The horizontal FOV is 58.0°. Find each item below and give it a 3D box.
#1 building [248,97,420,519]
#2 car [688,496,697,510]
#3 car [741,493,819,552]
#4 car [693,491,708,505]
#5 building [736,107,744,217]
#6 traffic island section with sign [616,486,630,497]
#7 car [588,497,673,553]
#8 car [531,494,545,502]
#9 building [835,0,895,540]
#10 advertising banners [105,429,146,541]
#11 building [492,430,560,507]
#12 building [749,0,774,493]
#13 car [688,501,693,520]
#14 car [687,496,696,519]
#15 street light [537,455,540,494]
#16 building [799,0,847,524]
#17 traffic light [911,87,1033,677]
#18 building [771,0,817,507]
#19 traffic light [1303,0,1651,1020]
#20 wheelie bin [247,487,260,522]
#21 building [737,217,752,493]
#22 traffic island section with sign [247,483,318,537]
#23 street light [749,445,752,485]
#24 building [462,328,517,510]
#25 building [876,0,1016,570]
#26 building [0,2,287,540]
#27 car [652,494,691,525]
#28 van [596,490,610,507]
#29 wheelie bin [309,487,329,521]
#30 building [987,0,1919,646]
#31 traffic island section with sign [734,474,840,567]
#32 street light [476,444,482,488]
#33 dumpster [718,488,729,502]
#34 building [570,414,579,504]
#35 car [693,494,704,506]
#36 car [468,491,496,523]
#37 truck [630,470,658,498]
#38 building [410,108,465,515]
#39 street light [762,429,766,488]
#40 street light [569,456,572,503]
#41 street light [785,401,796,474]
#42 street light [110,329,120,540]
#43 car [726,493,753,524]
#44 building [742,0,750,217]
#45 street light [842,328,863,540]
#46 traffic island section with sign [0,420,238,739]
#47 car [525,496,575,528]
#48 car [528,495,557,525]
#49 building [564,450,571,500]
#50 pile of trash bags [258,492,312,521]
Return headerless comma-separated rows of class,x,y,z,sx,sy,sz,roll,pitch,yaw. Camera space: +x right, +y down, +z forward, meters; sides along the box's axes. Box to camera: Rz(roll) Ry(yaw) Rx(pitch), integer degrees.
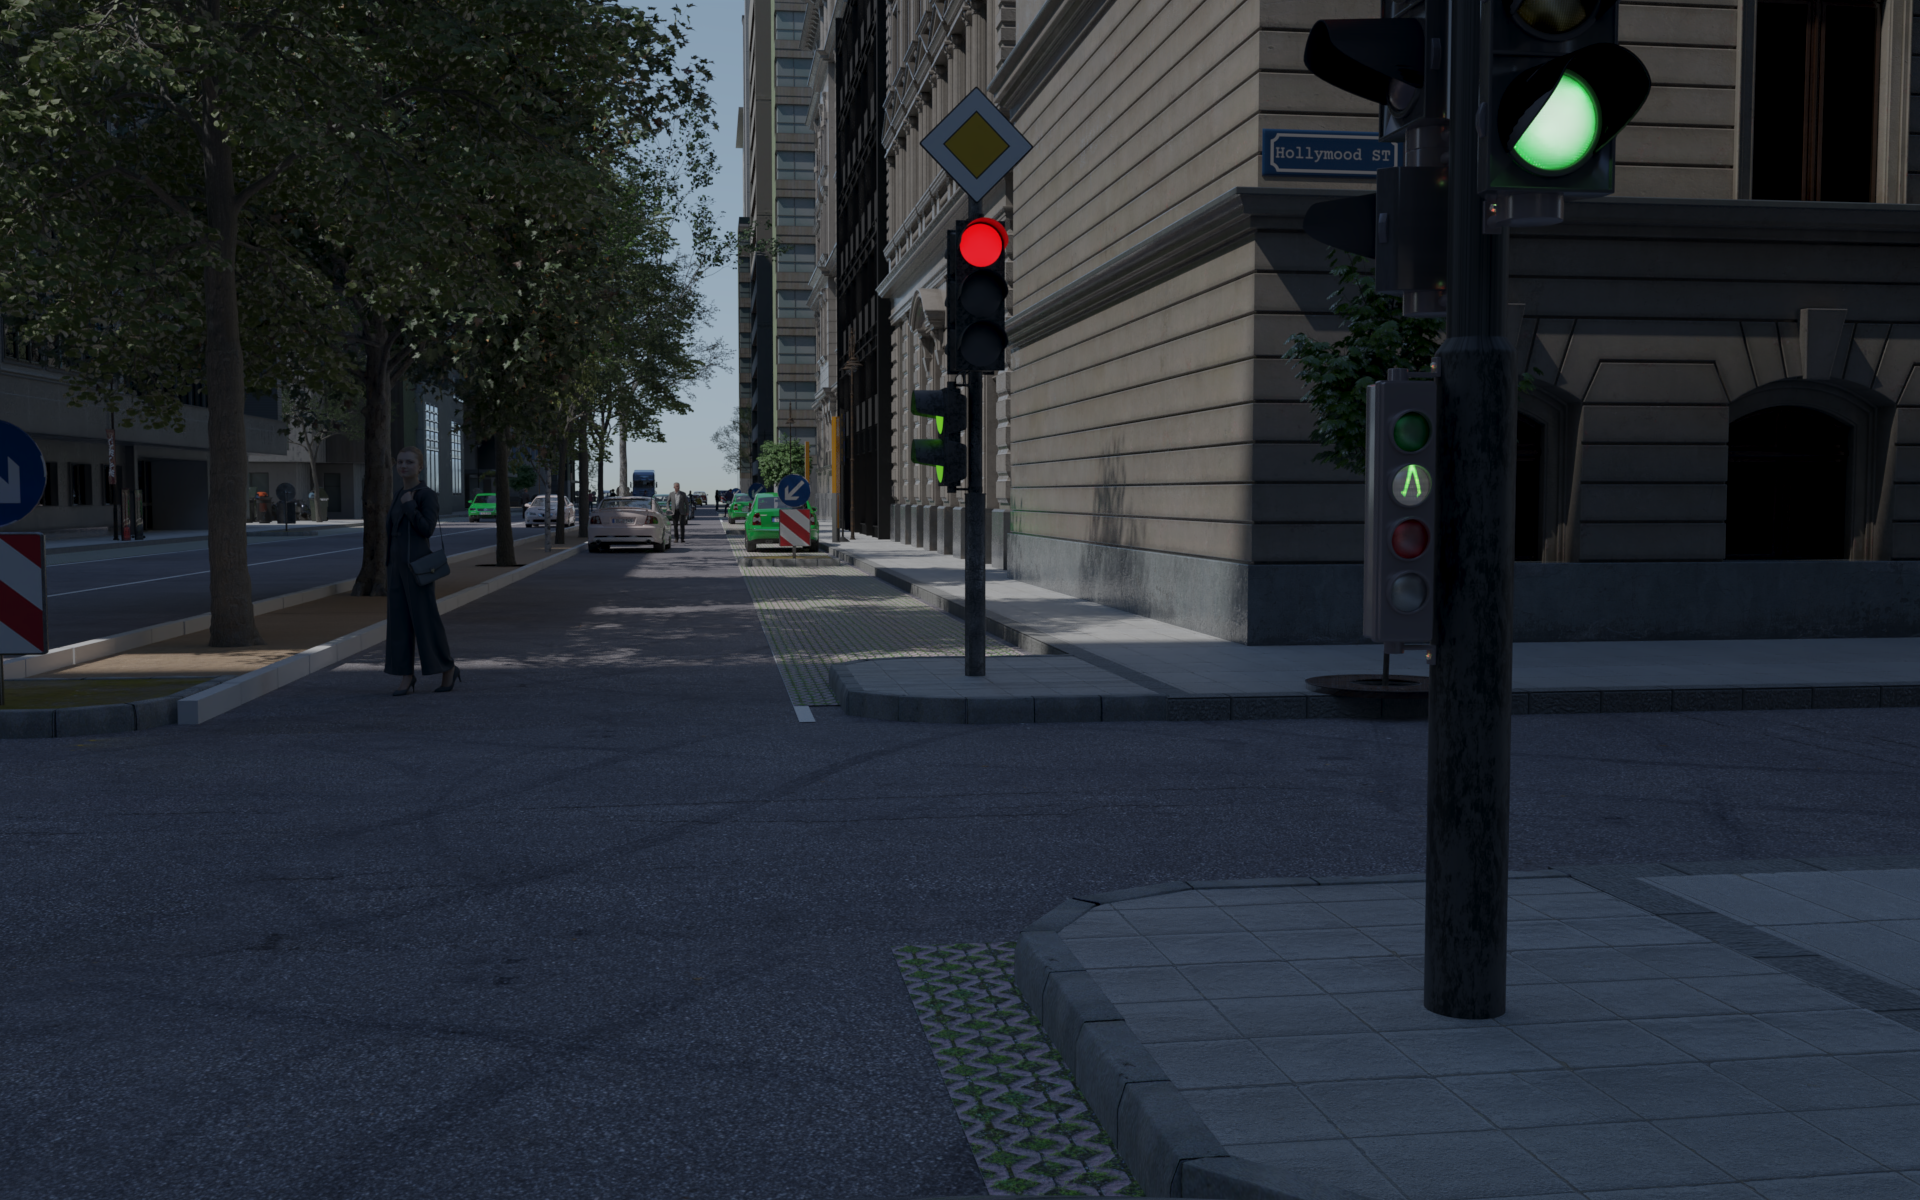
building,-36.912,-19.501,90.541,14.160,30.474,14.107,-1,4,-8
car,-24.408,-8.670,154.337,1.945,1.354,3.894,0,4,-7
car,-4.552,-2.145,43.865,1.959,1.807,4.718,0,4,-8
car,-33.981,-13.293,226.011,2.281,1.827,5.304,-1,4,-8
building,-15.280,-39.346,232.552,28.713,52.752,27.495,-1,4,-8
traffic island section with sign,-16.665,-4.726,85.406,2.006,1.907,1.989,-1,4,-8
car,-8.339,-1.927,43.873,2.083,1.381,4.827,0,4,-6
car,-35.414,-8.343,146.195,2.009,1.686,4.222,-1,4,-8
building,2.672,-13.879,56.595,12.332,23.373,15.834,-1,4,-8
advertising banners,-22.848,-3.132,47.403,0.090,3.025,2.074,0,4,0
building,-53.432,-38.921,178.351,21.231,58.520,28.212,-1,4,-8
building,-7.450,-32.320,152.135,21.300,48.544,21.600,-1,4,-8
car,-15.761,-5.112,95.583,2.014,1.417,4.499,0,4,-7
car,-16.516,-5.459,101.839,1.945,1.354,3.894,0,4,-7
street light,-40.769,-11.930,167.835,0.468,5.910,1.993,-1,4,-8
building,0.441,-17.663,76.187,14.401,28.519,23.554,-1,4,-8
traffic light,0.088,-1.420,12.130,0.839,4.253,0.868,-1,4,-8
building,-4.171,-25.643,102.850,14.154,41.232,14.086,-1,4,-8
traffic light,-0.828,-1.781,3.788,4.771,5.953,1.251,-1,4,-8
wheelie bin,-32.181,-4.319,78.521,0.980,1.594,0.693,0,4,-3
building,-16.371,-25.156,182.998,14.160,30.474,14.107,-1,4,-8
traffic island section with sign,-23.044,-3.084,59.048,1.989,1.847,2.006,-1,4,-8
street light,-19.535,-11.559,161.771,0.468,5.910,1.993,-1,4,-8
building,-51.399,-33.699,140.215,28.713,52.752,27.495,-1,4,-8
building,4.146,-12.804,38.224,11.050,23.489,19.941,-1,4,-8
building,-31.474,-14.275,52.457,14.314,24.678,30.058,-1,4,-8
car,-13.684,-4.232,80.985,2.131,1.459,4.920,0,4,-7
van,-37.197,-10.665,181.382,2.013,2.044,4.112,-1,4,-10
wheelie bin,-30.083,-4.482,81.187,0.693,1.594,0.980,1,4,21
building,18.447,-12.372,21.362,34.723,24.649,14.460,-1,4,-8
traffic island section with sign,-3.478,-1.605,34.868,1.989,1.847,2.006,-1,4,-8
street light,-34.406,-9.231,123.720,0.468,5.910,1.993,-1,4,-8
dumpster,-33.087,-14.454,241.271,1.985,2.255,1.502,0,4,-8
building,-59.828,-34.645,221.069,22.147,44.769,28.867,-1,4,-8
car,-31.280,-11.884,204.519,2.015,1.641,3.980,0,4,-7
car,-23.993,-4.865,88.331,1.959,1.807,4.718,-1,4,-10
truck,-35.787,-12.708,197.532,2.967,4.110,18.799,-1,4,-8
building,-43.969,-48.800,110.560,22.319,86.520,31.000,-1,4,-8
street light,-13.974,-9.252,124.057,0.468,5.910,1.993,-1,4,-8
street light,-46.299,-14.259,205.928,0.468,5.910,1.993,-1,4,-8
street light,-8.426,-6.932,86.130,0.468,5.910,1.993,-1,4,-8
street light,-23.480,-4.601,48.012,0.468,5.910,1.993,-1,4,-8
car,-10.186,-4.538,83.000,1.959,1.807,4.718,-1,4,-10
building,-14.787,-40.472,203.709,21.231,58.520,28.212,-1,4,-8
street light,-3.010,-4.624,48.396,0.468,5.910,1.993,-1,4,-8
traffic island section with sign,-5.916,-0.177,11.038,2.006,1.907,1.989,-1,4,-8
car,-17.916,-3.881,75.816,2.083,1.381,4.827,0,4,-8
car,-19.593,-4.332,82.827,2.014,1.417,4.499,-1,4,-10
building,-52.956,-26.233,200.614,14.160,30.474,14.107,-1,4,-8
pile of trash bags,-32.276,-4.426,82.115,1.912,1.369,3.447,1,4,9
